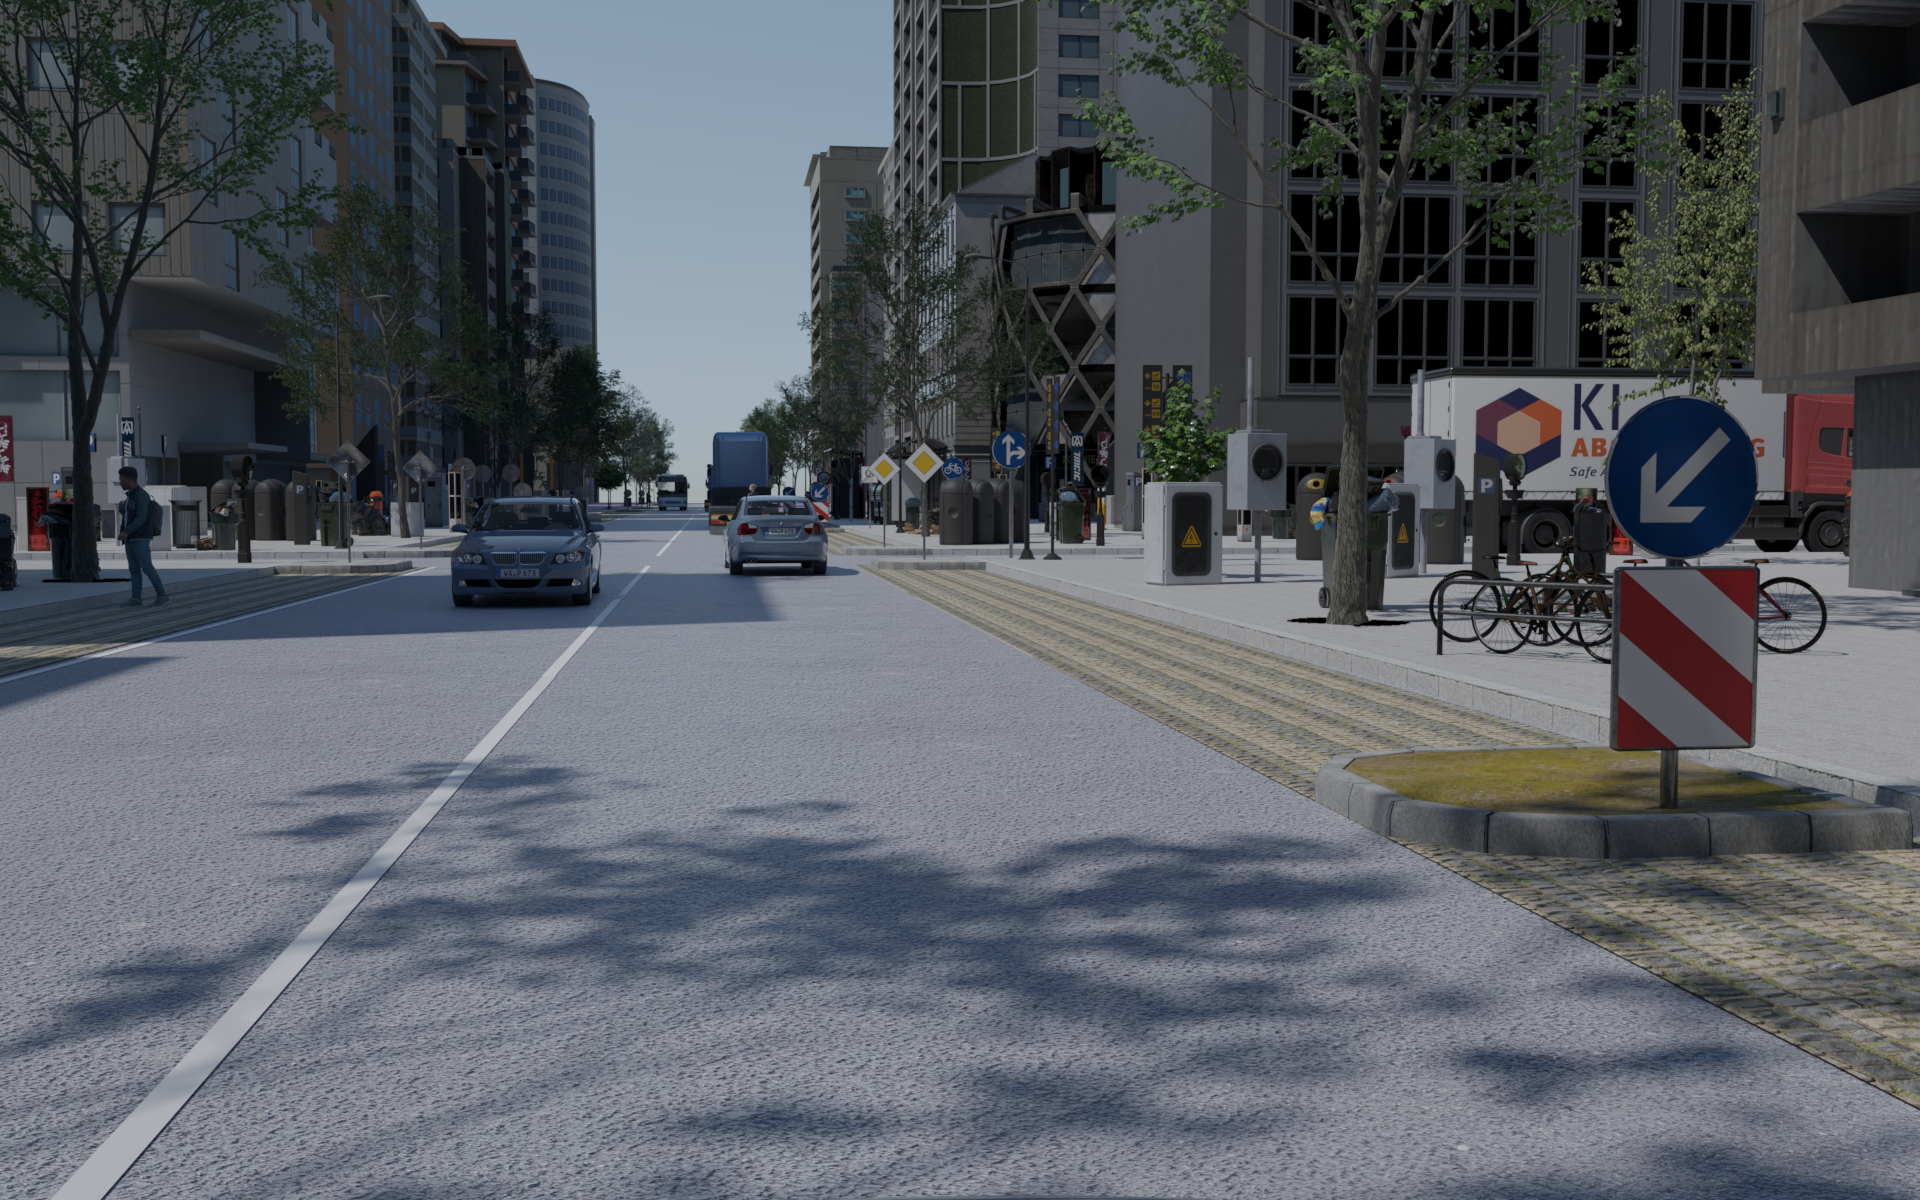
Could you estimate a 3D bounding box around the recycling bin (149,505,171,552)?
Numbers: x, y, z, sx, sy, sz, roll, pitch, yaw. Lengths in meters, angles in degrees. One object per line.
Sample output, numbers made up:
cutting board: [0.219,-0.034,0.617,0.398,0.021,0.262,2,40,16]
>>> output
recycling bin: [-18.116,-1.610,38.884,0.722,1.027,0.722,-2,4,-24]

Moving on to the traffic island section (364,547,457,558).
traffic island section: [-12.536,-1.098,40.234,2.009,0.180,2.903,0,4,-8]

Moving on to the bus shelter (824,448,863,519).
bus shelter: [-6.158,-6.152,91.873,1.731,3.624,6.357,0,4,-8]

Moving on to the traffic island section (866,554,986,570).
traffic island section: [-0.678,-0.707,33.844,2.009,0.180,2.903,0,4,-8]

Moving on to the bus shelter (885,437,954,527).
bus shelter: [-1.587,-4.294,64.133,2.014,3.302,5.546,0,4,-8]

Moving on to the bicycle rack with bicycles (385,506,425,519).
bicycle rack with bicycles: [-27.923,-4.538,87.584,2.925,0.926,2.852,-1,4,-12]

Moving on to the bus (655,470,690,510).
bus: [-25.669,-9.781,154.779,2.948,3.499,13.247,-1,4,-9]

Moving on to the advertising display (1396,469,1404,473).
advertising display: [11.717,-2.483,45.810,0.123,1.923,0.974,2,4,31]

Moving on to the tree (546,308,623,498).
tree: [-20.890,-8.932,80.453,8.767,10.594,7.601,-1,4,-20]

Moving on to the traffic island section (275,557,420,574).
traffic island section: [-11.412,-0.615,32.328,2.009,0.180,2.903,0,4,-8]

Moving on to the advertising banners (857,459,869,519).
advertising banners: [-4.525,-5.602,87.775,0.090,3.025,2.074,3,4,39]

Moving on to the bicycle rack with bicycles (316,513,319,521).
bicycle rack with bicycles: [-24.001,-2.934,61.358,2.852,0.926,2.925,0,4,8]

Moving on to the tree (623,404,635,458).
tree: [-24.597,-10.604,107.788,7.601,10.594,8.767,-1,4,-14]

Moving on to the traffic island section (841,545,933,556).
traffic island section: [-1.802,-1.191,41.750,2.009,0.180,2.903,0,4,-8]

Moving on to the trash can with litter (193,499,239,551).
trash can with litter: [-16.971,-1.714,39.414,1.055,1.170,0.624,1,4,13]

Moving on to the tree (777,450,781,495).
tree: [-8.155,-9.493,105.566,4.360,8.622,3.978,0,3,0]

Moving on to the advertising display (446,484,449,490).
advertising display: [-32.891,-6.503,111.532,0.123,1.923,0.974,2,4,24]

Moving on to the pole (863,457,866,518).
pole: [-5.225,-6.133,94.115,0.158,3.312,0.155,0,3,0]

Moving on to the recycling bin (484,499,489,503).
recycling bin: [-23.482,-4.545,86.859,0.722,1.027,0.722,-3,5,-40]

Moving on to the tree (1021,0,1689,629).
tree: [3.935,-5.558,16.630,9.928,11.665,9.643,0,3,0]

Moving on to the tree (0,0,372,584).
tree: [-12.628,-6.072,25.026,9.928,11.665,9.643,0,3,0]

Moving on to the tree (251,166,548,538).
tree: [-16.476,-7.074,50.066,7.601,10.594,8.767,0,4,-7]

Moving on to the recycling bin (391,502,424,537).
recycling bin: [-16.655,-2.425,52.208,0.722,1.027,0.722,1,4,13]

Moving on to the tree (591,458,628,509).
tree: [-30.663,-10.255,151.378,4.285,4.588,4.351,0,3,0]

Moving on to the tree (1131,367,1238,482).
tree: [3.354,-1.957,26.601,1.663,3.219,1.824,0,3,0]

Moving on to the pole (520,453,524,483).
pole: [-21.747,-5.635,85.982,0.158,3.312,0.155,0,3,0]

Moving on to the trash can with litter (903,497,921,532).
trash can with litter: [-1.587,-2.896,58.736,0.624,1.170,1.055,0,4,6]

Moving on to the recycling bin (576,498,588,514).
recycling bin: [-24.546,-6.093,112.176,0.722,1.027,0.722,1,4,10]

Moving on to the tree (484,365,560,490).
tree: [-23.512,-8.815,94.482,4.360,8.622,3.978,0,3,0]

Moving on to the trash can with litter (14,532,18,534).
trash can with litter: [-30.771,-2.775,56.434,1.678,1.210,2.233,2,4,34]

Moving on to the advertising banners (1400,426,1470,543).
advertising banners: [12.311,-2.980,44.912,2.074,3.025,0.090,-1,4,-16]

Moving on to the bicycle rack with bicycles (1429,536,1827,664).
bicycle rack with bicycles: [5.050,-0.036,13.972,2.852,0.926,2.925,-3,5,-43]

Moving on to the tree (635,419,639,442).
tree: [-26.067,-11.412,121.006,8.767,10.594,7.601,1,4,17]

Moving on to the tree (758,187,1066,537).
tree: [-0.978,-7.195,52.055,8.767,10.594,7.601,0,4,5]

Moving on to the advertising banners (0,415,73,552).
advertising banners: [-20.550,-2.596,38.631,2.074,3.025,0.090,0,4,-5]

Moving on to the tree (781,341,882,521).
tree: [-5.298,-7.989,80.987,4.360,8.622,3.978,0,3,0]

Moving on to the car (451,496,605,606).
car: [-5.866,-0.717,23.734,2.014,1.417,4.499,-1,4,-9]

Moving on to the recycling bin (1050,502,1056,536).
recycling bin: [3.207,-2.459,52.753,0.722,1.027,0.722,-2,4,-30]

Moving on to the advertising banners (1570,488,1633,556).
advertising banners: [13.779,-2.440,36.082,2.074,3.025,0.090,3,5,40]

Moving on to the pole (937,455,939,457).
pole: [-1.006,-5.284,80.241,0.158,3.312,0.155,0,3,0]

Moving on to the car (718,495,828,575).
car: [-3.460,-1.230,32.117,2.014,1.417,4.499,-1,4,-10]

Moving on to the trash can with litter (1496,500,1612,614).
trash can with litter: [6.646,-0.497,19.178,2.233,1.210,1.678,-2,4,-35]

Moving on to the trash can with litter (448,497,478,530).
trash can with litter: [-17.820,-3.100,62.074,0.624,1.170,1.055,2,4,25]

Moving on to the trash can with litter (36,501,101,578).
trash can with litter: [-13.727,-0.939,26.742,0.624,1.170,1.055,0,4,-6]

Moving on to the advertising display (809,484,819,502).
advertising display: [-9.232,-6.520,111.818,0.974,1.923,0.123,-1,4,-13]

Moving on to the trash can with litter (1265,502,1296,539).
trash can with litter: [9.240,-2.324,49.392,1.055,1.170,0.624,-3,5,-44]

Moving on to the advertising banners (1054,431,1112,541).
advertising banners: [3.413,-3.167,47.961,2.074,3.025,0.090,-3,4,-36]

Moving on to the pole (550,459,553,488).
pole: [-23.404,-6.453,99.343,0.158,3.312,0.155,0,3,0]

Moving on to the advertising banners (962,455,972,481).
advertising banners: [0.954,-4.992,77.803,2.074,3.025,0.090,2,4,32]
